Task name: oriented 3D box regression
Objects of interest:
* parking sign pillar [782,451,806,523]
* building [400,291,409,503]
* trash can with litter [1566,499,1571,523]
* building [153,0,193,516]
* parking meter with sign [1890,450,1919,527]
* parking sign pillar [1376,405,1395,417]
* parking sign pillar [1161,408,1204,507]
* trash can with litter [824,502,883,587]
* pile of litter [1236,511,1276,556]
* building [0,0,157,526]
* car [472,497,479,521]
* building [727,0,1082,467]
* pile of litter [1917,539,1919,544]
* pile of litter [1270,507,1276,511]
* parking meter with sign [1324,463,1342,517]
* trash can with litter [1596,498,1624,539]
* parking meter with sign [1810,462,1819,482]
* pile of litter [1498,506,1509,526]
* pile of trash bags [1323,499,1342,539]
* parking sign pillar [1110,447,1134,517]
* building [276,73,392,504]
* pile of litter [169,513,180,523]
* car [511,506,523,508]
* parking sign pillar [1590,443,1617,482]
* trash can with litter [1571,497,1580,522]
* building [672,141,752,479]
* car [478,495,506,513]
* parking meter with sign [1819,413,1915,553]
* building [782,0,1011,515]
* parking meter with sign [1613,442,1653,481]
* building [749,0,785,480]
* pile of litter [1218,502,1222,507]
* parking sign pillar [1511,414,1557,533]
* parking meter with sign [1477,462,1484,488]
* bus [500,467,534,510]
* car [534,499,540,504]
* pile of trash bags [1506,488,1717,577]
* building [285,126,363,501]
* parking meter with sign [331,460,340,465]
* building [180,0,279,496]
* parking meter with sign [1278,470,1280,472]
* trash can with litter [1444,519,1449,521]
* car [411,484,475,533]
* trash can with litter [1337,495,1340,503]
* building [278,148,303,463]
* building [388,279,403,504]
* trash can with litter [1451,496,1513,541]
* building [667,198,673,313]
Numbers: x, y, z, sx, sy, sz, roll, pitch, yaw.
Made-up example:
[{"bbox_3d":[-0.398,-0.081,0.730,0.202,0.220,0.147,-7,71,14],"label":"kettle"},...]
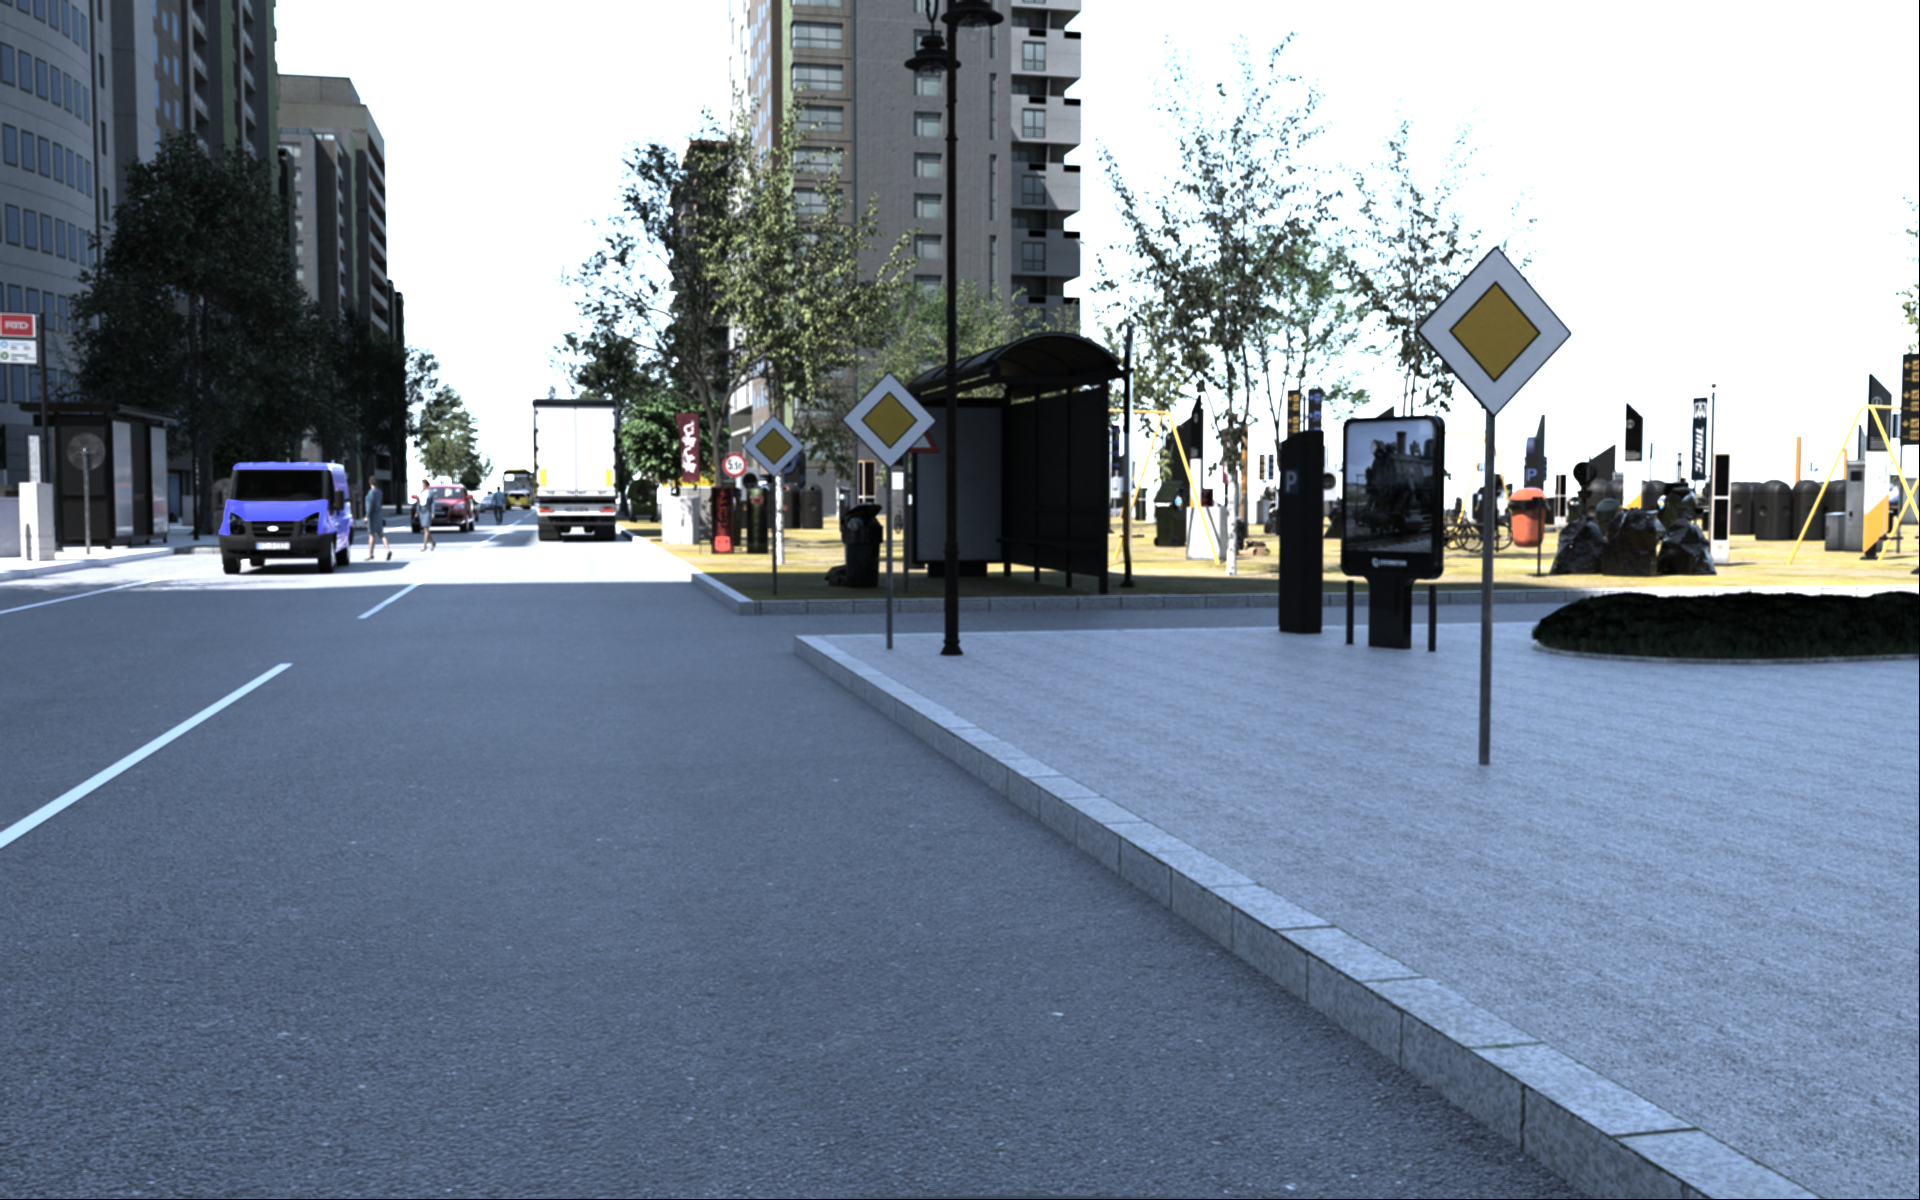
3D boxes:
[{"bbox_3d":[-7.530,-5.470,77.899,1.447,3.967,1.447,3,5,42],"label":"parking sign pillar"},{"bbox_3d":[-83.269,-28.382,235.744,14.160,30.474,14.107,-1,4,-13],"label":"building"},{"bbox_3d":[27.418,-4.070,77.928,0.624,1.170,1.055,-1,4,-21],"label":"trash can with litter"},{"bbox_3d":[-51.393,-27.198,94.794,14.600,45.320,14.200,-1,4,-13],"label":"building"},{"bbox_3d":[39.675,-4.647,72.239,1.738,3.016,0.543,3,5,44],"label":"parking meter with sign"},{"bbox_3d":[12.438,-3.910,52.393,1.447,3.967,1.447,0,4,6],"label":"parking sign pillar"},{"bbox_3d":[6.960,-4.023,54.251,1.447,3.967,1.447,-1,4,-20],"label":"parking sign pillar"},{"bbox_3d":[-1.527,-0.770,23.977,0.624,1.170,1.055,-3,4,-37],"label":"trash can with litter"},{"bbox_3d":[6.049,-1.379,36.512,1.176,0.858,1.719,3,5,44],"label":"pile of litter"},{"bbox_3d":[-46.550,-32.197,68.427,21.231,58.520,28.212,-1,4,-13],"label":"building"},{"bbox_3d":[-26.006,-4.908,90.026,2.009,1.686,4.222,-1,4,-12],"label":"car"},{"bbox_3d":[-5.394,-34.325,150.456,28.713,52.752,27.495,-1,4,-13],"label":"building"},{"bbox_3d":[24.925,-1.829,43.876,1.176,0.858,1.719,2,4,24],"label":"pile of litter"},{"bbox_3d":[10.491,-2.586,56.248,1.176,0.858,1.719,3,5,42],"label":"pile of litter"},{"bbox_3d":[20.710,-6.143,96.694,0.543,3.016,1.738,-1,4,-19],"label":"parking meter with sign"},{"bbox_3d":[16.167,-1.954,43.330,0.624,1.170,1.055,3,5,41],"label":"trash can with litter"},{"bbox_3d":[46.310,-5.893,92.615,0.543,3.016,1.738,-1,4,-19],"label":"parking meter with sign"},{"bbox_3d":[22.157,-3.371,69.080,1.719,0.858,1.176,-1,4,-16],"label":"pile of litter"},{"bbox_3d":[11.806,-2.399,48.973,1.912,1.369,3.447,-1,4,-20],"label":"pile of trash bags"},{"bbox_3d":[9.302,-6.784,99.383,1.447,3.967,1.447,0,4,3],"label":"parking sign pillar"},{"bbox_3d":[-79.294,-35.454,203.373,21.300,48.544,21.600,-1,4,-13],"label":"building"},{"bbox_3d":[-35.729,-3.879,77.383,1.719,0.858,1.176,-3,5,-41],"label":"pile of litter"},{"bbox_3d":[-46.183,-10.389,179.639,2.009,1.686,4.222,-1,4,-11],"label":"car"},{"bbox_3d":[34.083,-6.322,91.831,1.447,3.967,1.447,2,4,30],"label":"parking sign pillar"},{"bbox_3d":[26.541,-3.773,73.078,1.055,1.170,0.624,0,4,-8],"label":"trash can with litter"},{"bbox_3d":[-22.761,-34.163,213.183,22.147,44.769,28.867,-1,4,-13],"label":"building"},{"bbox_3d":[-36.585,-7.533,135.528,2.083,1.381,4.827,-1,4,-12],"label":"car"},{"bbox_3d":[19.986,-2.566,38.223,0.543,3.016,1.738,-2,4,-26],"label":"parking meter with sign"},{"bbox_3d":[-4.932,-26.374,114.811,14.154,41.232,14.086,-1,4,-13],"label":"building"},{"bbox_3d":[22.327,-3.792,58.266,1.738,3.016,0.543,1,4,18],"label":"parking meter with sign"},{"bbox_3d":[-7.870,-29.259,128.496,14.600,45.320,14.200,-1,4,-13],"label":"building"},{"bbox_3d":[14.273,-5.070,96.860,1.719,0.858,1.176,3,5,41],"label":"pile of litter"},{"bbox_3d":[19.210,-4.244,57.854,1.447,3.967,1.447,2,4,27],"label":"parking sign pillar"},{"bbox_3d":[28.766,-5.938,93.355,0.543,3.016,1.738,-3,5,-43],"label":"parking meter with sign"},{"bbox_3d":[-41.295,-10.388,161.397,2.896,3.916,12.252,-1,4,-15],"label":"bus"},{"bbox_3d":[-57.601,-13.565,234.142,2.083,1.381,4.827,-1,4,-13],"label":"car"},{"bbox_3d":[10.177,-1.088,27.543,3.447,1.369,1.912,-1,4,-22],"label":"pile of trash bags"},{"bbox_3d":[-72.938,-30.776,186.779,14.154,41.232,14.086,-1,4,-13],"label":"building"},{"bbox_3d":[-32.392,-5.643,88.523,1.738,3.016,0.543,3,5,40],"label":"parking meter with sign"},{"bbox_3d":[-56.673,-26.877,123.026,14.154,41.232,14.086,-1,4,-13],"label":"building"},{"bbox_3d":[17.785,-5.921,93.075,0.543,3.016,1.738,3,5,44],"label":"parking meter with sign"},{"bbox_3d":[23.603,-4.385,82.757,2.233,1.210,1.678,3,5,39],"label":"trash can with litter"},{"bbox_3d":[-19.704,-3.513,66.116,2.281,1.827,5.304,-1,4,-12],"label":"car"},{"bbox_3d":[22.101,-5.439,99.985,2.233,1.210,1.678,-2,4,-28],"label":"trash can with litter"},{"bbox_3d":[-60.724,-22.349,137.100,14.160,30.474,14.107,-1,4,-13],"label":"building"},{"bbox_3d":[-80.106,-27.543,222.021,14.160,30.474,14.107,-1,4,-13],"label":"building"},{"bbox_3d":[14.986,-2.249,47.821,2.233,1.210,1.678,0,4,-6],"label":"trash can with litter"},{"bbox_3d":[-29.197,-35.881,241.272,22.147,44.769,28.867,-1,4,-13],"label":"building"}]
